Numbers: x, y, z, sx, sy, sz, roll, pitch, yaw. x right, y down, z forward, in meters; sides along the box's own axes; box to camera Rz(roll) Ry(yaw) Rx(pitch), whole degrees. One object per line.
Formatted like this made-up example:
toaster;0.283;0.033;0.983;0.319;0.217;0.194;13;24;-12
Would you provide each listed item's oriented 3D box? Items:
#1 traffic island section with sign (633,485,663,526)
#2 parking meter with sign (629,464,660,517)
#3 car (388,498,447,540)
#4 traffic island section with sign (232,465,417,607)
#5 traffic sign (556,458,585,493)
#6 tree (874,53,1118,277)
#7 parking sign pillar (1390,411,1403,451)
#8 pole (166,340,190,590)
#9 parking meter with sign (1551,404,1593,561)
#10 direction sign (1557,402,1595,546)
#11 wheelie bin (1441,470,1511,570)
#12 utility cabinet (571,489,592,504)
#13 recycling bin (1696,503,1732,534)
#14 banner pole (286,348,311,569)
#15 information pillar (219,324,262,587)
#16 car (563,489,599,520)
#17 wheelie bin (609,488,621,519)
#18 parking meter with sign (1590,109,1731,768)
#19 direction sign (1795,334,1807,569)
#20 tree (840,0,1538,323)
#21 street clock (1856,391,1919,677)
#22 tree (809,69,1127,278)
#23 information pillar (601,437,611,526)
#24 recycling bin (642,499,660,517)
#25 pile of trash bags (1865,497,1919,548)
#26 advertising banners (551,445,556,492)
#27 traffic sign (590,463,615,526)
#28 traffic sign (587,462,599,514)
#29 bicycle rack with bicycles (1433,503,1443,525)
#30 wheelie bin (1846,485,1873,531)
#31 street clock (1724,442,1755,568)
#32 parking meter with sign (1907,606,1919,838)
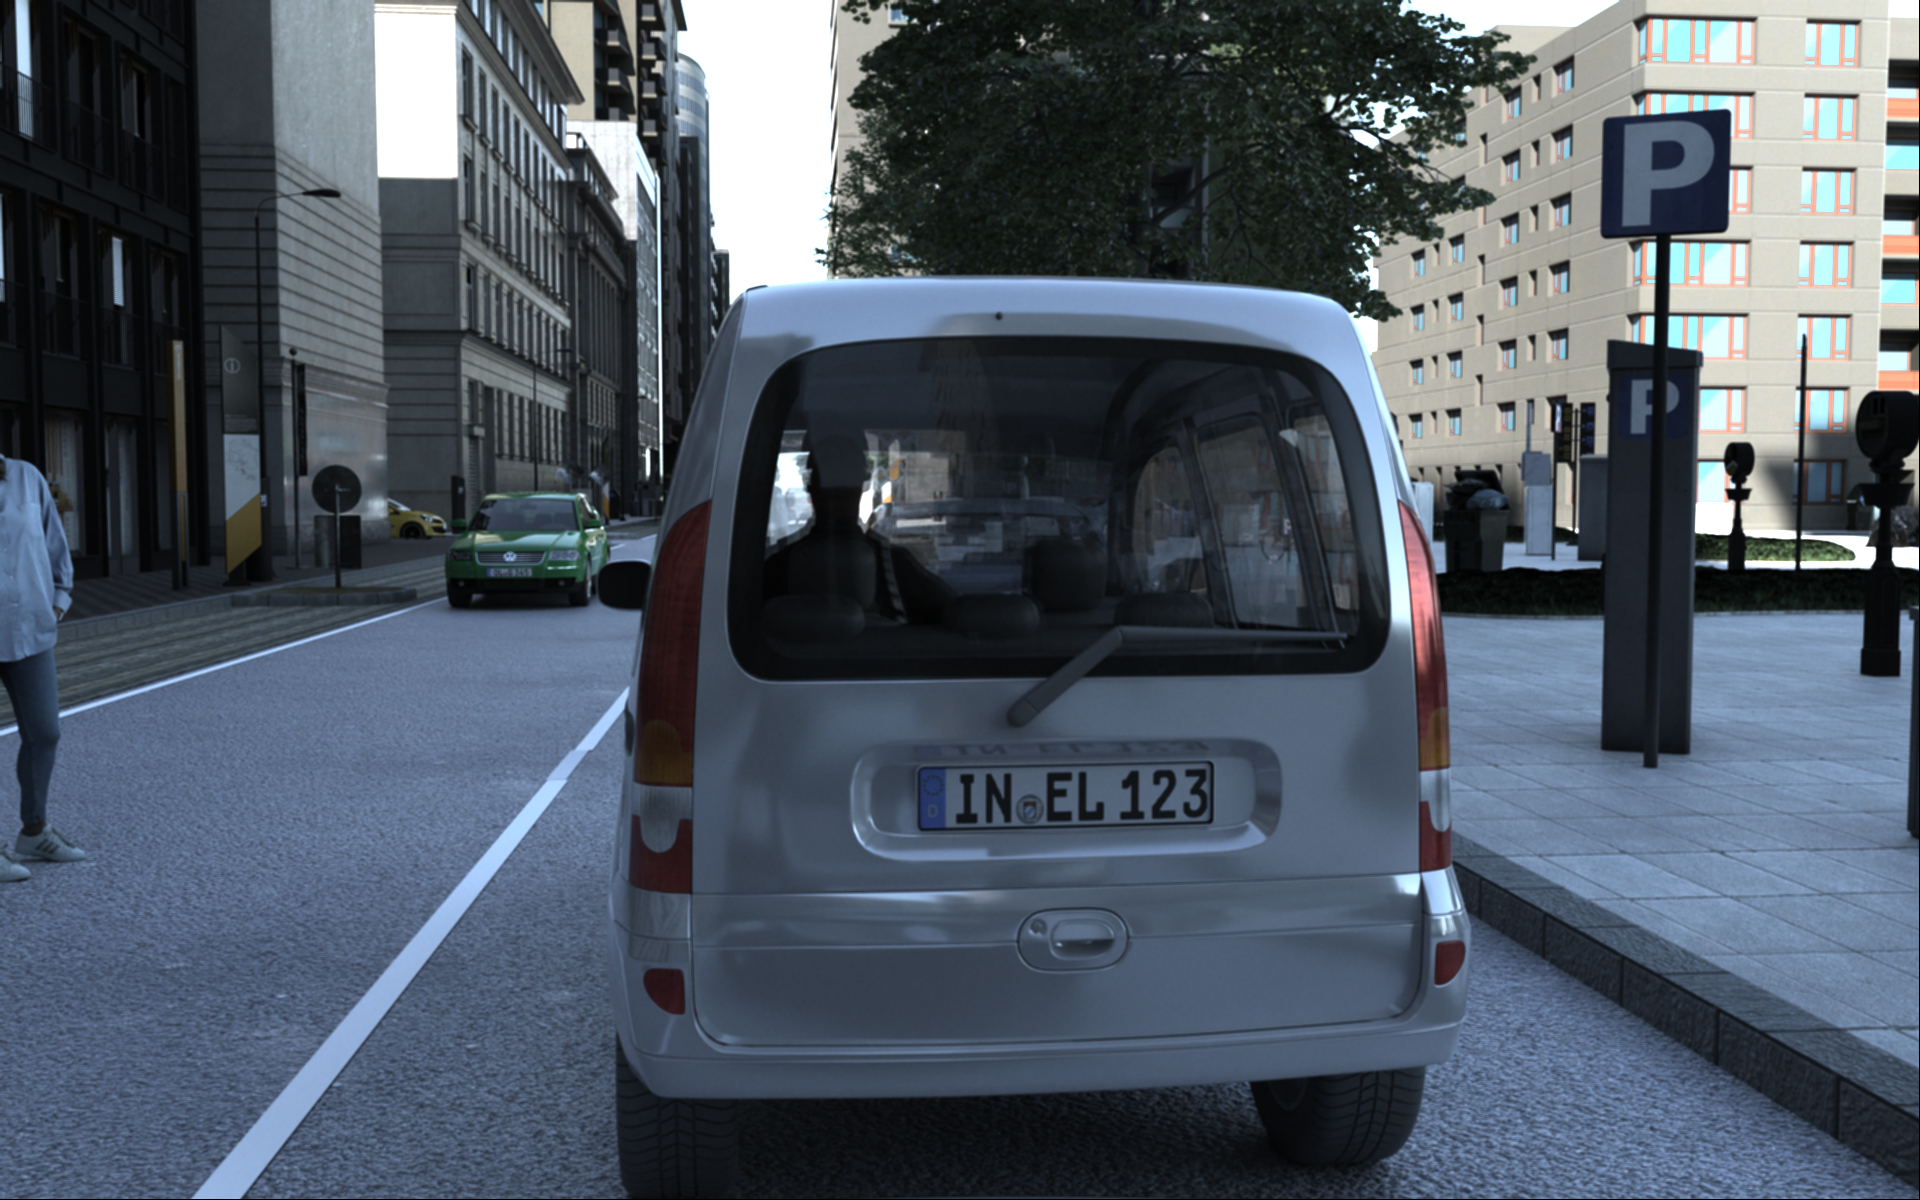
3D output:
traffic island section with sign;-13.733;-4.271;78.466;1.989;1.847;2.006;0;4;-6
parking meter with sign;-17.981;-6.269;98.763;1.738;3.016;0.543;-3;5;-39
car;-17.265;-2.509;51.241;3.980;1.641;2.015;0;4;-6
traffic island section with sign;-8.325;-0.875;22.927;1.989;1.847;2.006;0;4;-6
traffic sign;-10.711;-2.693;47.671;0.795;2.450;0.064;0;4;-6
tree;0.851;-4.724;27.603;4.737;8.622;4.395;0;3;0
parking sign pillar;9.616;-3.168;40.263;1.447;3.967;1.447;-1;4;-19
pole;-10.435;-1.790;23.108;0.158;3.312;0.155;0;3;0
parking meter with sign;12.247;-2.257;33.164;1.738;3.016;0.543;2;4;29
direction sign;15.288;-3.122;43.043;0.876;3.537;0.379;2;4;26
wheelie bin;6.788;-0.910;22.794;0.693;1.594;0.980;-3;4;-36
utility cabinet;-15.680;-3.857;71.737;0.318;1.500;1.173;1;4;19
recycling bin;20.319;-2.094;46.793;0.722;1.027;0.722;-2;4;-34
banner pole;-11.270;-2.419;29.567;0.401;3.779;0.863;-3;4;-37
information pillar;-10.034;-2.005;24.136;0.504;3.616;0.183;-3;4;-37
car;-10.041;-2.103;43.185;1.959;1.807;4.718;0;4;-5
wheelie bin;-17.568;-4.897;87.981;0.693;1.594;0.980;-1;4;-9
parking meter with sign;3.547;-0.767;8.808;0.543;3.016;1.738;1;4;22
direction sign;12.098;-2.013;24.913;0.379;3.537;0.876;2;4;27
tree;2.002;-6.100;17.858;7.486;12.596;7.792;0;3;0
street clock;6.513;-0.467;12.199;0.358;2.002;0.471;0;4;1
tree;0.197;-7.096;41.782;9.928;11.665;9.643;0;3;0
information pillar;-14.442;-4.844;70.560;0.183;3.616;0.504;1;4;14
recycling bin;-17.360;-5.189;97.391;0.722;1.027;0.722;2;4;27
pile of trash bags;23.581;-1.975;42.037;3.447;1.369;1.912;-3;4;-38
advertising banners;-14.241;-3.947;60.728;0.090;3.025;2.074;-1;4;-9
traffic sign;-11.484;-3.179;55.618;0.795;2.450;0.064;0;4;-6
traffic sign;-14.865;-4.349;71.117;0.884;2.594;0.081;0;4;-3
bicycle rack with bicycles;17.748;-3.275;66.927;2.925;0.926;2.852;2;4;30
wheelie bin;31.045;-3.172;59.768;0.693;1.594;0.980;0;4;-6
street clock;10.912;-1.207;24.299;0.358;2.002;0.471;0;4;1
parking meter with sign;4.419;-0.611;6.244;1.738;3.016;0.543;0;4;-1
